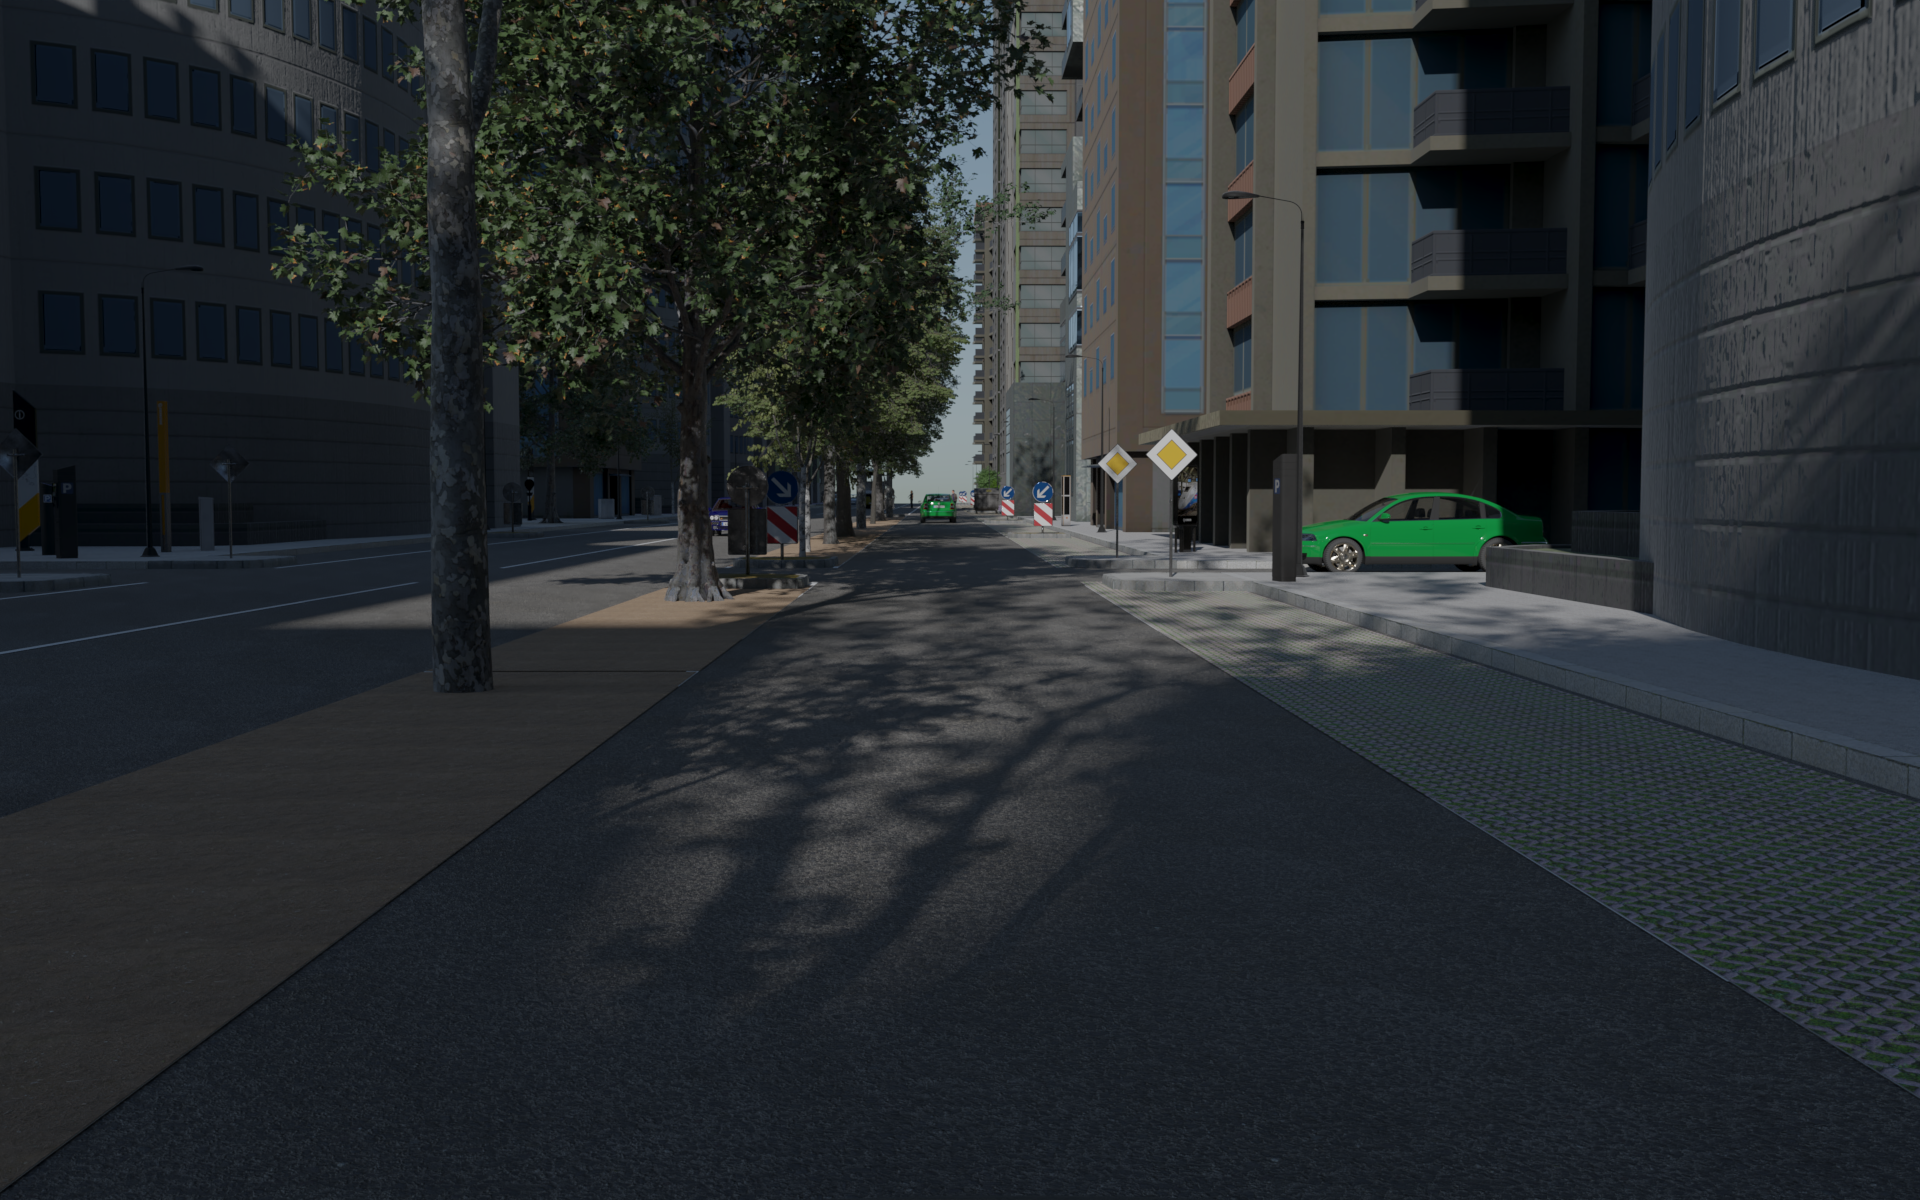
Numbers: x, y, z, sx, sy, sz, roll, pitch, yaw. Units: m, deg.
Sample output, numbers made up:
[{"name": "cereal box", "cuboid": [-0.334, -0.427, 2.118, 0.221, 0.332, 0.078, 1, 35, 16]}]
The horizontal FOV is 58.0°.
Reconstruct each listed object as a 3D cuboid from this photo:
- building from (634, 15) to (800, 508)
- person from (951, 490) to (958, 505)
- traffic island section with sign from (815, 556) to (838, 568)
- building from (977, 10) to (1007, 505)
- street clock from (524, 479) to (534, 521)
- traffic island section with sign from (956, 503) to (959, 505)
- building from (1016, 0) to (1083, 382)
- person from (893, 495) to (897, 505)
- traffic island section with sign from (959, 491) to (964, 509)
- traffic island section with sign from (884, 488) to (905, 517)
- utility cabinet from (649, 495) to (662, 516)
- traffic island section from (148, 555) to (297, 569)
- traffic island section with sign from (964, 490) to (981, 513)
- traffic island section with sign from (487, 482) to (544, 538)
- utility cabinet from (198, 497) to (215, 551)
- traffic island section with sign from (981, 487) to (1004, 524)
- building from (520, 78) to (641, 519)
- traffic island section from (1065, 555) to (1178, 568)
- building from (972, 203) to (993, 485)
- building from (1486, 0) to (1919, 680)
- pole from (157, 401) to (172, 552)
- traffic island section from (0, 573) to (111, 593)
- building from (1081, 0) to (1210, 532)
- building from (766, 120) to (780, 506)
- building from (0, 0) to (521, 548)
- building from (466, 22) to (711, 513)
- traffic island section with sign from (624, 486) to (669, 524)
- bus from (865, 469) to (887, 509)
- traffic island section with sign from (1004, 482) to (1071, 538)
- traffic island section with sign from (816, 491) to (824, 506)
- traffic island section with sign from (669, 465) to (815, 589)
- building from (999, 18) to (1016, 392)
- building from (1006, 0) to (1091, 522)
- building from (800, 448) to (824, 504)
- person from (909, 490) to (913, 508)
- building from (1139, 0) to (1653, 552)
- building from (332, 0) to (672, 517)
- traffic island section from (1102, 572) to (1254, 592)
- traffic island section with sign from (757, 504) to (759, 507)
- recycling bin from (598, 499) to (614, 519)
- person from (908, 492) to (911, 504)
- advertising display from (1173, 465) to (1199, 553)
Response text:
[{"name": "building", "cuboid": [-30.831, -40.621, 206.157, 21.231, 58.520, 28.212, 0, 4, -1]}, {"name": "person", "cuboid": [-0.627, -7.669, 134.411, 0.750, 1.759, 0.617, -2, 4, -33]}, {"name": "traffic island section with sign", "cuboid": [-3.471, -1.604, 34.364, 2.006, 1.907, 1.989, 0, 4, -1]}, {"name": "building", "cuboid": [12.653, -48.368, 229.062, 20.563, 71.187, 20.611, 0, 4, -1]}, {"name": "street clock", "cuboid": [-20.638, -4.798, 83.021, 0.471, 2.002, 0.358, -1, 4, -15]}, {"name": "traffic island section with sign", "cuboid": [0.411, -12.746, 217.017, 1.989, 1.847, 2.006, 0, 4, -1]}, {"name": "building", "cuboid": [10.836, -26.740, 120.785, 14.154, 41.232, 14.086, 0, 4, -1]}, {"name": "person", "cuboid": [-8.911, -13.796, 234.748, 0.721, 1.739, 1.217, -2, 4, -28]}, {"name": "traffic island section with sign", "cuboid": [1.156, -9.355, 161.584, 1.989, 1.847, 2.006, 0, 4, -1]}, {"name": "traffic island section with sign", "cuboid": [-4.483, -6.199, 109.496, 2.006, 1.907, 1.989, 0, 4, -1]}, {"name": "utility cabinet", "cuboid": [-18.225, -5.659, 103.692, 0.306, 1.237, 1.020, 1, 4, 18]}, {"name": "traffic island section", "cuboid": [-14.566, -0.751, 34.560, 2.009, 0.180, 2.903, 0, 4, -1]}, {"name": "traffic island section with sign", "cuboid": [1.518, -7.707, 134.631, 1.989, 1.847, 2.006, 0, 4, -1]}, {"name": "traffic island section with sign", "cuboid": [-14.873, -2.976, 57.284, 1.989, 1.847, 2.006, 0, 4, -1]}, {"name": "utility cabinet", "cuboid": [-17.224, -1.740, 39.612, 0.306, 1.237, 1.020, -2, 4, -25]}, {"name": "traffic island section with sign", "cuboid": [2.181, -4.621, 84.174, 1.989, 1.847, 2.006, 0, 4, -1]}, {"name": "building", "cuboid": [-26.004, -27.270, 95.978, 14.600, 45.320, 14.200, 0, 4, -1]}, {"name": "traffic island section", "cuboid": [3.174, -0.765, 34.792, 2.009, 0.180, 2.903, 0, 4, -1]}, {"name": "building", "cuboid": [13.013, -36.694, 254.568, 22.147, 44.769, 28.867, 0, 4, -1]}, {"name": "building", "cuboid": [17.079, -28.711, 11.422, 21.231, 58.520, 28.212, 0, 4, -1]}, {"name": "pole", "cuboid": [-17.491, -2.705, 38.067, 0.158, 3.312, 0.155, 0, 3, 0]}, {"name": "traffic island section", "cuboid": [-14.459, -0.263, 26.576, 2.009, 0.180, 2.903, 0, 4, -1]}, {"name": "building", "cuboid": [12.009, -25.276, 63.371, 14.600, 45.320, 14.200, 0, 4, -1]}, {"name": "building", "cuboid": [-25.680, -29.894, 172.367, 14.154, 41.232, 14.086, 0, 4, -1]}, {"name": "building", "cuboid": [-27.645, -31.224, 52.504, 21.231, 58.520, 28.212, 0, 4, -1]}, {"name": "building", "cuboid": [-28.866, -37.229, 150.686, 21.231, 58.520, 28.212, 0, 4, -1]}, {"name": "traffic island section with sign", "cuboid": [-15.240, -4.635, 84.416, 1.989, 1.847, 2.006, 0, 4, -1]}, {"name": "bus", "cuboid": [-8.492, -11.052, 172.243, 2.896, 3.916, 12.252, 0, 3, 0]}, {"name": "traffic island section with sign", "cuboid": [2.561, -2.939, 56.677, 1.989, 1.847, 2.006, 0, 4, -1]}, {"name": "traffic island section with sign", "cuboid": [-16.991, -12.714, 216.493, 1.989, 1.847, 2.006, 0, 4, -1]}, {"name": "traffic island section with sign", "cuboid": [-3.381, -1.151, 26.957, 2.006, 1.907, 1.989, 0, 4, -1]}, {"name": "building", "cuboid": [18.501, -35.624, 171.690, 28.713, 52.752, 27.495, 0, 4, -1]}, {"name": "building", "cuboid": [14.295, -47.708, 92.690, 22.319, 86.520, 31.000, 0, 4, -1]}, {"name": "building", "cuboid": [-26.913, -35.018, 256.135, 14.154, 41.232, 14.086, 0, 4, -1]}, {"name": "person", "cuboid": [-4.873, -10.099, 173.637, 0.705, 1.822, 1.348, -1, 4, -16]}, {"name": "building", "cuboid": [19.630, -23.893, 45.283, 28.867, 44.769, 22.147, 0, 4, -1]}, {"name": "building", "cuboid": [-28.627, -35.506, 122.527, 21.231, 58.520, 28.212, 0, 4, -1]}, {"name": "traffic island section", "cuboid": [3.281, -0.277, 26.807, 2.009, 0.180, 2.903, 0, 4, -1]}, {"name": "traffic island section with sign", "cuboid": [-15.899, -7.688, 134.329, 1.989, 1.847, 2.006, 0, 4, -1]}, {"name": "recycling bin", "cuboid": [-18.213, -4.687, 89.180, 0.722, 1.027, 0.722, -1, 4, -20]}, {"name": "person", "cuboid": [-7.135, -14.886, 251.960, 0.705, 1.814, 1.350, -3, 4, -36]}, {"name": "advertising display", "cuboid": [4.966, -2.014, 38.137, 0.123, 1.923, 0.974, 3, 4, 36]}]
